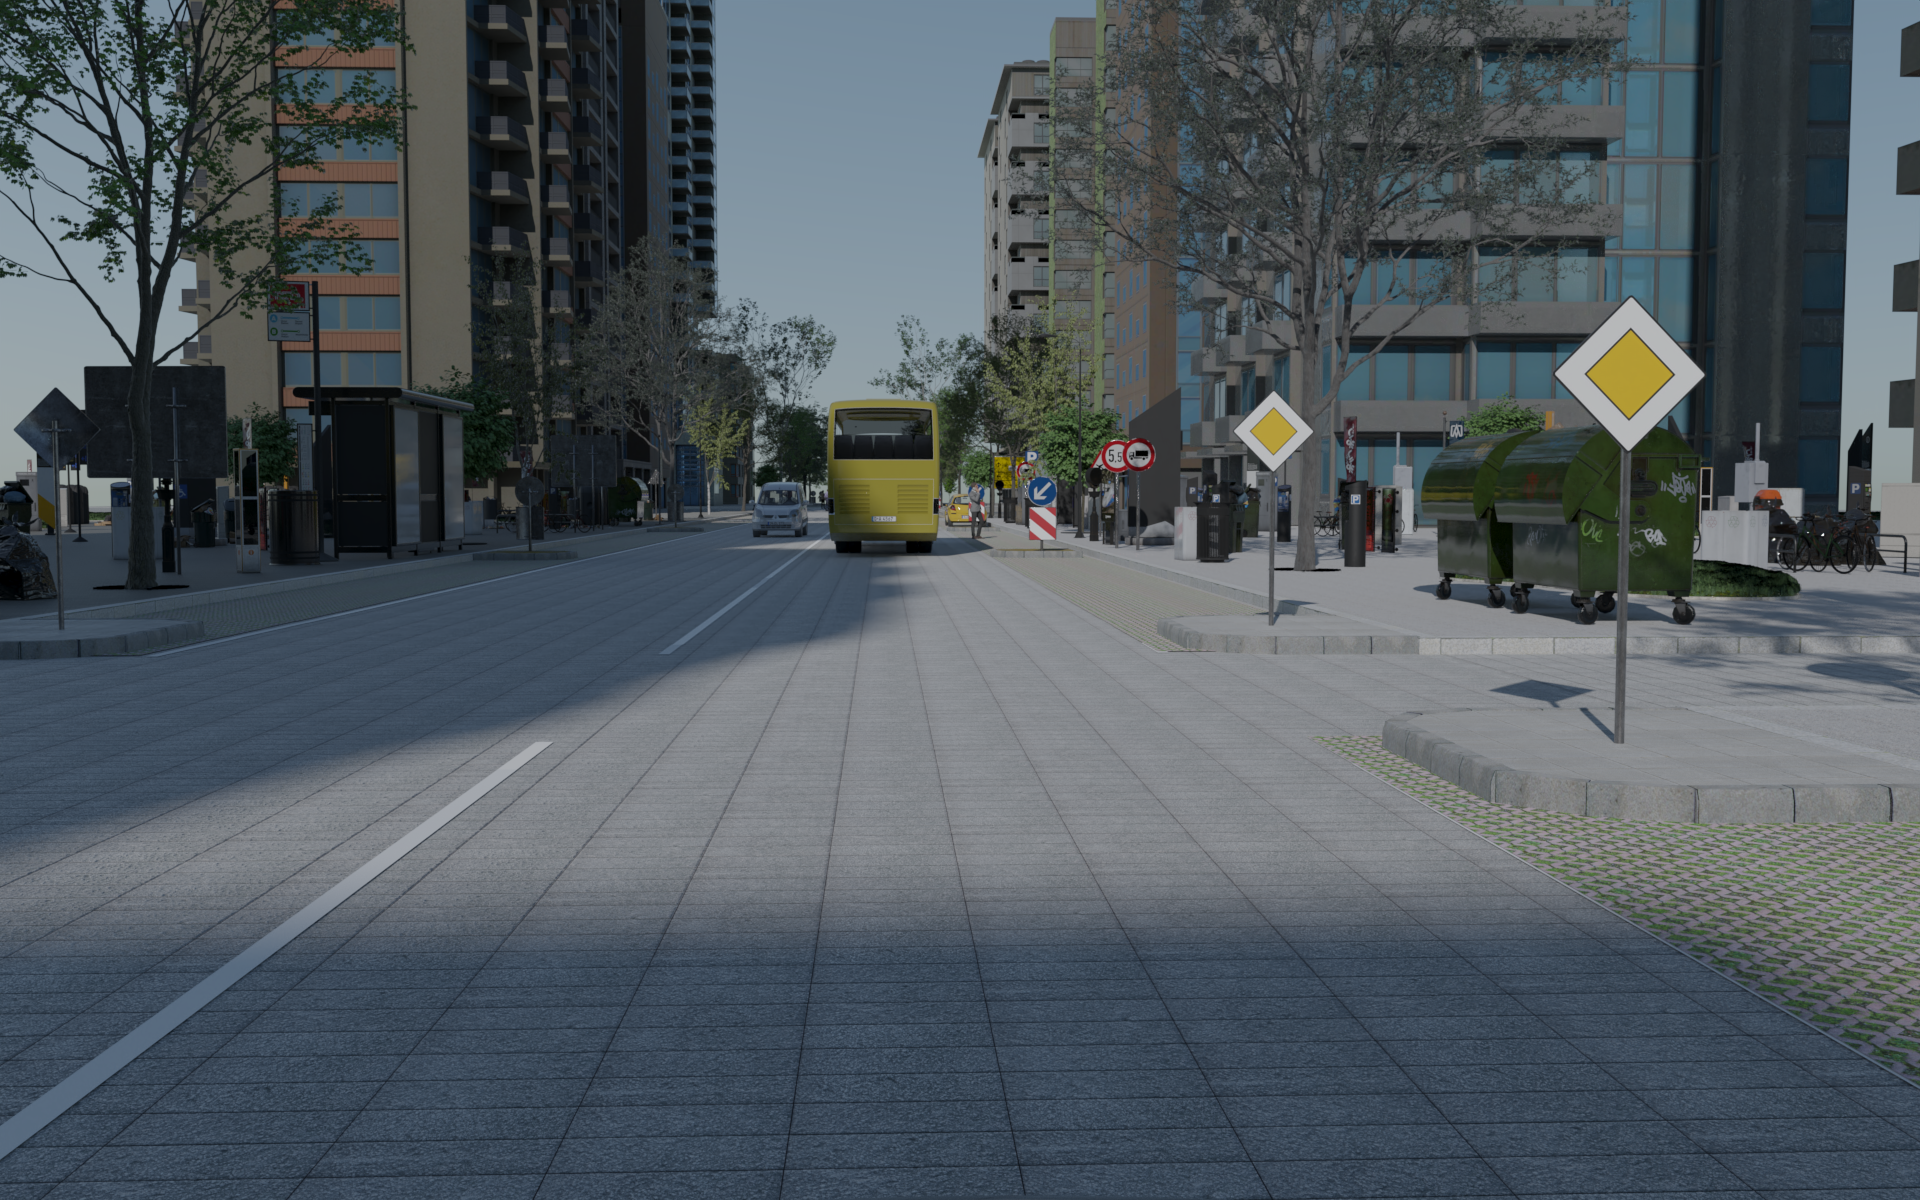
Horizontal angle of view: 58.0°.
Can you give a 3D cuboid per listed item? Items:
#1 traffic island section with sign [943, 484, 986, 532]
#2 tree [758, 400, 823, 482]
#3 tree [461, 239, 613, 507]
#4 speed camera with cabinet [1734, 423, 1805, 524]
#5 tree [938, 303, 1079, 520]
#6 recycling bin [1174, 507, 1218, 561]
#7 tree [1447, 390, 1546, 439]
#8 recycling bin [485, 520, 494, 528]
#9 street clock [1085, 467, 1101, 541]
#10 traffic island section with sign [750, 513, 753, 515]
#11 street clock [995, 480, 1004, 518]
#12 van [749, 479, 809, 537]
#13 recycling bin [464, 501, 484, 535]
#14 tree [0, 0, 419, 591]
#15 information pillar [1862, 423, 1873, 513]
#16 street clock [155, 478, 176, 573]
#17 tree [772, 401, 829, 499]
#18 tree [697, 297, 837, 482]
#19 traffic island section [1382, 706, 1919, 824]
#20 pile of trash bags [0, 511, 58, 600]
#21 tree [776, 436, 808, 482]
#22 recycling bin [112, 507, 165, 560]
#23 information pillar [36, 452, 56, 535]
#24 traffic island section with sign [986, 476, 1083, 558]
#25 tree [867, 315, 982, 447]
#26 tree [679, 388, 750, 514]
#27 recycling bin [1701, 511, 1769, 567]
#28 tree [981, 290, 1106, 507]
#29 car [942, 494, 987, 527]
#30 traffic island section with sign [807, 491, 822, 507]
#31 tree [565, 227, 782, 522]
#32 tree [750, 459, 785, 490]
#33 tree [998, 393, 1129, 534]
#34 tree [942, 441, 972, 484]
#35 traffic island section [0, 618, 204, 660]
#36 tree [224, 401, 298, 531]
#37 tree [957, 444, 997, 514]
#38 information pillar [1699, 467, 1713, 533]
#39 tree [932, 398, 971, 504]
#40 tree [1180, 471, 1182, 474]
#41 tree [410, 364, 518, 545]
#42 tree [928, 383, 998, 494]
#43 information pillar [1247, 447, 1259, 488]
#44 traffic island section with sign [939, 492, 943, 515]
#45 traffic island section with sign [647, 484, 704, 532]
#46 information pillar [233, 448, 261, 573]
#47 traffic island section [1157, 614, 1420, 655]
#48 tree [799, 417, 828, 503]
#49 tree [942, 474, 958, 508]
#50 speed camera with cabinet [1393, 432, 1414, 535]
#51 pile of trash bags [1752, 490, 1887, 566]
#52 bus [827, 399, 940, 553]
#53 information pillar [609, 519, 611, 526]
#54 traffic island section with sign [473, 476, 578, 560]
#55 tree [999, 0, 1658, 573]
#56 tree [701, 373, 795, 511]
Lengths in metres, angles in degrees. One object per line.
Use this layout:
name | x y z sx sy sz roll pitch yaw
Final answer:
traffic island section with sign | 0.483 -3.552 66.699 1.989 1.847 2.006 0 4 -3
tree | -18.646 -16.161 189.986 9.928 11.665 9.643 0 3 0
tree | -12.511 -6.104 50.156 4.360 8.622 3.978 0 3 0
speed camera with cabinet | 22.797 -3.328 48.742 2.038 3.252 0.660 -1 4 -21
tree | 2.427 -9.234 85.389 8.767 10.594 7.601 2 4 35
recycling bin | 4.600 -1.291 33.663 0.722 1.027 0.722 0 4 -8
tree | 17.239 -4.367 55.114 4.285 4.588 4.351 0 3 0
recycling bin | -18.312 -3.280 66.182 0.722 1.027 0.722 3 4 38
street clock | 3.640 -2.591 46.937 0.471 2.002 0.358 -2 4 -30
traffic island section with sign | -13.045 -6.589 116.352 1.989 1.847 2.006 0 4 -3
street clock | 2.095 -5.311 91.405 0.471 2.002 0.358 0 4 6
van | -6.090 -3.168 58.800 2.013 2.044 4.112 0 4 -1
recycling bin | -15.532 -2.569 54.559 0.722 1.027 0.722 1 4 9
tree | -10.908 -5.950 23.041 9.928 11.665 9.643 0 3 0
information pillar | 29.897 -4.022 57.111 0.183 3.616 0.504 0 4 -2
street clock | -12.984 -1.456 28.371 0.358 2.002 0.471 -1 4 -19
tree | -21.385 -20.193 236.809 9.857 13.997 8.962 0 3 0
tree | -18.578 -19.092 168.046 12.611 20.169 13.585 0 3 0
traffic island section | 3.414 0.816 8.931 2.009 0.180 2.903 0 4 -3
pile of trash bags | -12.343 -0.626 19.986 1.912 1.369 3.447 1 4 16
tree | -20.428 -16.021 212.305 4.360 8.622 3.978 0 3 0
recycling bin | -16.137 -1.314 34.045 0.722 1.027 0.722 0 4 3
information pillar | -28.470 -3.829 53.953 0.504 3.616 0.183 -2 4 -29
traffic island section with sign | 1.703 -1.892 39.559 1.989 1.847 2.006 0 4 -3
tree | -3.902 -20.110 184.682 12.611 20.169 13.585 0 3 0
tree | -15.601 -9.691 108.818 4.737 8.622 4.395 0 3 0
recycling bin | 11.697 -0.832 26.157 0.722 1.027 0.722 -3 5 -39
tree | 3.175 -6.825 61.952 4.737 8.622 4.395 0 3 0
car | 0.235 -4.069 76.757 2.015 1.641 3.980 0 4 -3
traffic island section with sign | -16.748 -11.615 198.540 1.989 1.847 2.006 0 4 -3
tree | -13.585 -10.419 80.717 12.009 13.543 11.850 0 3 0
tree | -17.677 -10.764 159.711 4.285 4.588 4.351 0 3 0
tree | 3.995 -4.454 56.534 4.285 4.588 4.351 0 3 0
tree | -3.186 -18.435 218.420 9.611 12.733 9.660 0 3 0
traffic island section | -8.525 0.360 16.393 2.009 0.180 2.903 0 4 -3
tree | -24.813 -4.743 61.263 4.285 4.588 4.351 0 3 0
tree | 1.390 -7.960 113.863 4.285 4.588 4.351 0 3 0
information pillar | 20.663 -2.659 47.971 0.304 2.012 0.304 2 4 27
tree | -2.371 -17.451 203.453 7.486 12.596 7.792 0 3 0
tree | 9.076 -5.018 76.645 1.663 3.219 1.824 0 3 0
tree | -12.750 -3.689 44.022 4.285 4.588 4.351 0 3 0
tree | 0.040 -13.946 153.779 9.928 11.665 9.643 0 3 0
information pillar | 10.524 -4.330 62.150 0.183 3.616 0.504 -3 5 -44
traffic island section with sign | -1.763 -6.601 116.551 1.989 1.847 2.006 0 4 -3
traffic island section with sign | -10.761 -3.488 65.652 1.989 1.847 2.006 0 4 -3
information pillar | -11.567 -1.444 28.104 0.304 2.012 0.304 -3 5 -40
traffic island section | 3.054 0.329 16.908 2.009 0.180 2.903 0 4 -3
tree | -22.049 -20.258 249.350 7.486 12.596 7.792 0 3 0
tree | -0.878 -10.422 165.003 1.663 3.219 1.824 0 3 0
speed camera with cabinet | 14.082 -3.706 54.934 0.660 3.252 2.038 1 4 13
pile of trash bags | 15.790 -1.395 32.561 1.912 1.369 3.447 0 4 0
bus | -1.979 -3.265 44.933 2.896 3.916 12.252 0 4 -2
information pillar | -14.247 -4.850 70.657 0.183 3.616 0.504 0 4 -8
traffic island section with sign | -9.505 -1.803 38.099 1.989 1.847 2.006 0 4 -3
tree | 5.907 -7.224 28.475 12.009 13.543 11.850 0 3 0
tree | -15.725 -11.843 128.047 7.601 10.594 8.767 0 4 7
